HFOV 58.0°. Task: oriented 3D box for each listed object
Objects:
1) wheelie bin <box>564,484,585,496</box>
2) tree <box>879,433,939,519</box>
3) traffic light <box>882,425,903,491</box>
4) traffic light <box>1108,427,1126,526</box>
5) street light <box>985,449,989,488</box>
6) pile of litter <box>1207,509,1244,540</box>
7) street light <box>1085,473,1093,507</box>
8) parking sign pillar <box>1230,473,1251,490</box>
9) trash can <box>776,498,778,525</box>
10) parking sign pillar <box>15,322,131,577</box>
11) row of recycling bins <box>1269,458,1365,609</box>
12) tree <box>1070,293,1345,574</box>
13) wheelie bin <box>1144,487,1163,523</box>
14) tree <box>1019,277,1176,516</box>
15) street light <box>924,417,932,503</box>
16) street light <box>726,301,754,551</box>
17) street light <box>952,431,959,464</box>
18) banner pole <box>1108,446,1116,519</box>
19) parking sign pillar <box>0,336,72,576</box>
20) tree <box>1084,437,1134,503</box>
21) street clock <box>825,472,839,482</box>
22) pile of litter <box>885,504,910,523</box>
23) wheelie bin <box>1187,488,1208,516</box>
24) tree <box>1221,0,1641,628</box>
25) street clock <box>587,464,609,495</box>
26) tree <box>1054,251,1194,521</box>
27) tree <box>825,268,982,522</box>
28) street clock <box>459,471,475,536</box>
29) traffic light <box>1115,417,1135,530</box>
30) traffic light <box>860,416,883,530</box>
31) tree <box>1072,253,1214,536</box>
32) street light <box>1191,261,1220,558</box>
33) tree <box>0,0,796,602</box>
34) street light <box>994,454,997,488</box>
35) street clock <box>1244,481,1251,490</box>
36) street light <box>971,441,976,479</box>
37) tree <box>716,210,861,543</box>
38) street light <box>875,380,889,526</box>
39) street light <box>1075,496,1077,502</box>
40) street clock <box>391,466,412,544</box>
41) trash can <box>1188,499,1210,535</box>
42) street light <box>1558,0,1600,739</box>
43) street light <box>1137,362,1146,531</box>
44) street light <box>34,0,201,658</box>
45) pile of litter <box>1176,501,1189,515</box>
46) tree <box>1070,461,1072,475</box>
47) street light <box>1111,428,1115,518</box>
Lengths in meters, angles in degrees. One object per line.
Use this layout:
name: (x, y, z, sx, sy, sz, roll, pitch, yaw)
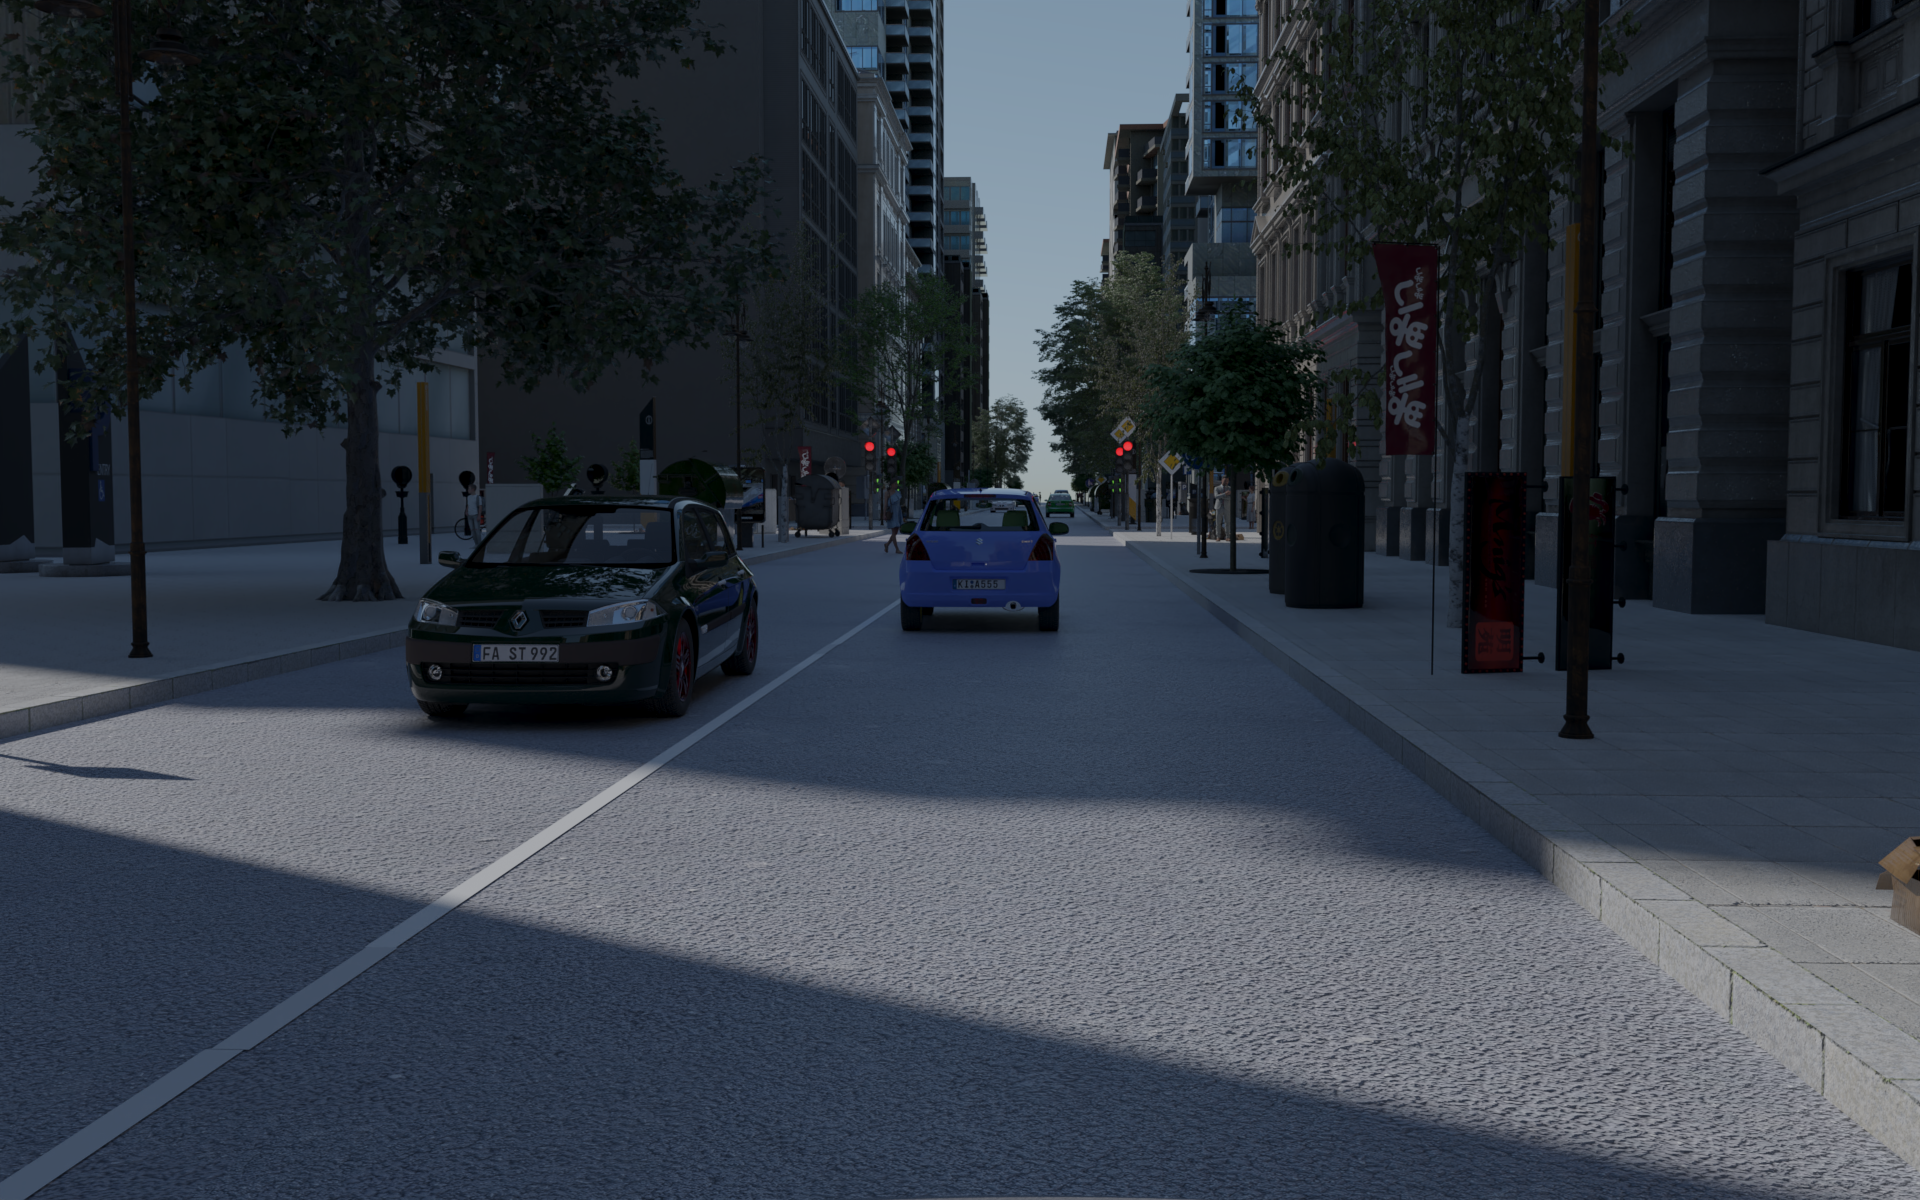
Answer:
wheelie bin: (-11.661, -2.716, 52.321, 0.693, 1.594, 0.980, -2, 4, -24)
tree: (-2.711, -6.498, 89.963, 4.285, 4.588, 4.351, 0, 3, 0)
traffic light: (-2.740, -4.974, 70.249, 0.839, 4.253, 0.868, 0, 4, 3)
traffic light: (6.407, -4.943, 69.742, 0.839, 4.253, 0.868, 0, 4, 3)
street light: (2.723, -12.238, 172.877, 0.468, 5.910, 1.993, 0, 4, 3)
pile of litter: (7.399, -2.124, 48.698, 1.176, 0.858, 1.719, 0, 4, 1)
street light: (12.576, -12.031, 169.490, 0.468, 5.910, 1.993, 0, 4, 3)
parking sign pillar: (18.178, -7.574, 112.306, 1.447, 3.967, 1.447, 1, 4, 14)
trash can: (-7.466, -3.693, 72.028, 0.748, 1.137, 0.748, 0, 3, 0)
parking sign pillar: (-13.770, -2.375, 27.298, 1.447, 3.967, 1.447, -1, 4, -11)
row of recycling bins: (4.332, -0.848, 20.983, 1.069, 1.692, 3.534, 0, 4, 7)
tree: (4.562, -2.724, 28.247, 4.285, 4.588, 4.351, 0, 3, 0)
wheelie bin: (8.697, -4.274, 77.794, 0.693, 1.594, 0.980, -3, 5, -43)
tree: (8.838, -11.788, 99.396, 9.857, 13.997, 8.962, 0, 3, 0)
street light: (-1.751, -7.528, 95.878, 0.468, 5.910, 1.993, 0, 4, 3)
street light: (-5.016, -4.062, 39.204, 0.468, 5.910, 1.993, 0, 4, 3)
street light: (-0.345, -9.080, 121.238, 0.468, 5.910, 1.993, 0, 4, 3)
banner pole: (7.911, -6.046, 88.872, 0.401, 3.779, 0.863, -2, 4, -26)
parking sign pillar: (-15.771, -2.446, 28.468, 1.447, 3.967, 1.447, 0, 4, -4)
tree: (10.195, -10.010, 114.018, 4.737, 8.622, 4.395, 0, 3, 0)
street clock: (-4.250, -3.213, 57.106, 0.471, 2.002, 0.358, -1, 4, -12)
pile of litter: (-2.819, -3.922, 78.092, 1.176, 0.858, 1.719, 0, 4, 6)
wheelie bin: (13.051, -5.286, 94.334, 0.693, 1.594, 0.980, -1, 4, -21)
tree: (4.741, -4.054, 16.643, 4.737, 8.622, 4.395, 0, 3, 0)
street clock: (-8.700, -2.266, 41.620, 0.471, 2.002, 0.358, 1, 4, 13)
tree: (7.995, -9.948, 80.784, 7.486, 12.596, 7.792, 0, 3, 0)
tree: (-2.534, -9.398, 79.410, 9.928, 11.665, 9.643, 0, 3, 0)
street clock: (-15.167, -2.982, 53.326, 0.471, 2.002, 0.358, -2, 4, -25)
traffic light: (5.950, -4.456, 61.770, 0.839, 4.253, 0.868, 0, 4, 3)
traffic light: (-3.197, -4.487, 62.277, 0.839, 4.253, 0.868, 0, 4, 3)
tree: (5.796, -6.240, 52.388, 4.360, 8.622, 3.978, 0, 3, 0)
street light: (4.895, -3.780, 34.583, 0.468, 5.910, 1.993, 0, 4, 3)
tree: (-7.241, -6.352, 20.864, 9.611, 12.733, 9.660, 0, 3, 0)
street light: (4.062, -13.789, 198.242, 0.468, 5.910, 1.993, 0, 4, 3)
street clock: (15.731, -5.523, 94.865, 0.358, 2.002, 0.471, -1, 4, -11)
street light: (1.128, -10.679, 147.383, 0.468, 5.910, 1.993, 0, 4, 3)
tree: (-4.638, -5.825, 45.596, 4.360, 8.622, 3.978, 0, 3, 0)
street light: (-3.178, -5.977, 70.518, 0.468, 5.910, 1.993, 0, 4, 3)
street light: (17.356, -17.140, 253.032, 0.468, 5.910, 1.993, 0, 4, 3)
street clock: (-14.285, -2.433, 44.355, 0.471, 2.002, 0.358, -3, 5, -42)
trash can: (7.491, -2.613, 54.375, 0.748, 1.137, 0.748, 0, 3, 0)
street light: (3.252, -2.212, 8.962, 0.468, 5.910, 1.993, 0, 4, 3)
street light: (6.275, -5.363, 60.466, 0.468, 5.910, 1.993, 0, 4, 3)
street light: (-6.444, -2.486, 13.442, 0.468, 5.910, 1.993, 0, 4, 3)
pile of litter: (13.764, -5.593, 105.418, 1.176, 0.858, 1.719, 0, 4, -6)
tree: (11.050, -11.249, 134.284, 4.360, 8.622, 3.978, 0, 3, 0)
street light: (8.273, -7.351, 92.983, 0.468, 5.910, 1.993, 0, 4, 3)
